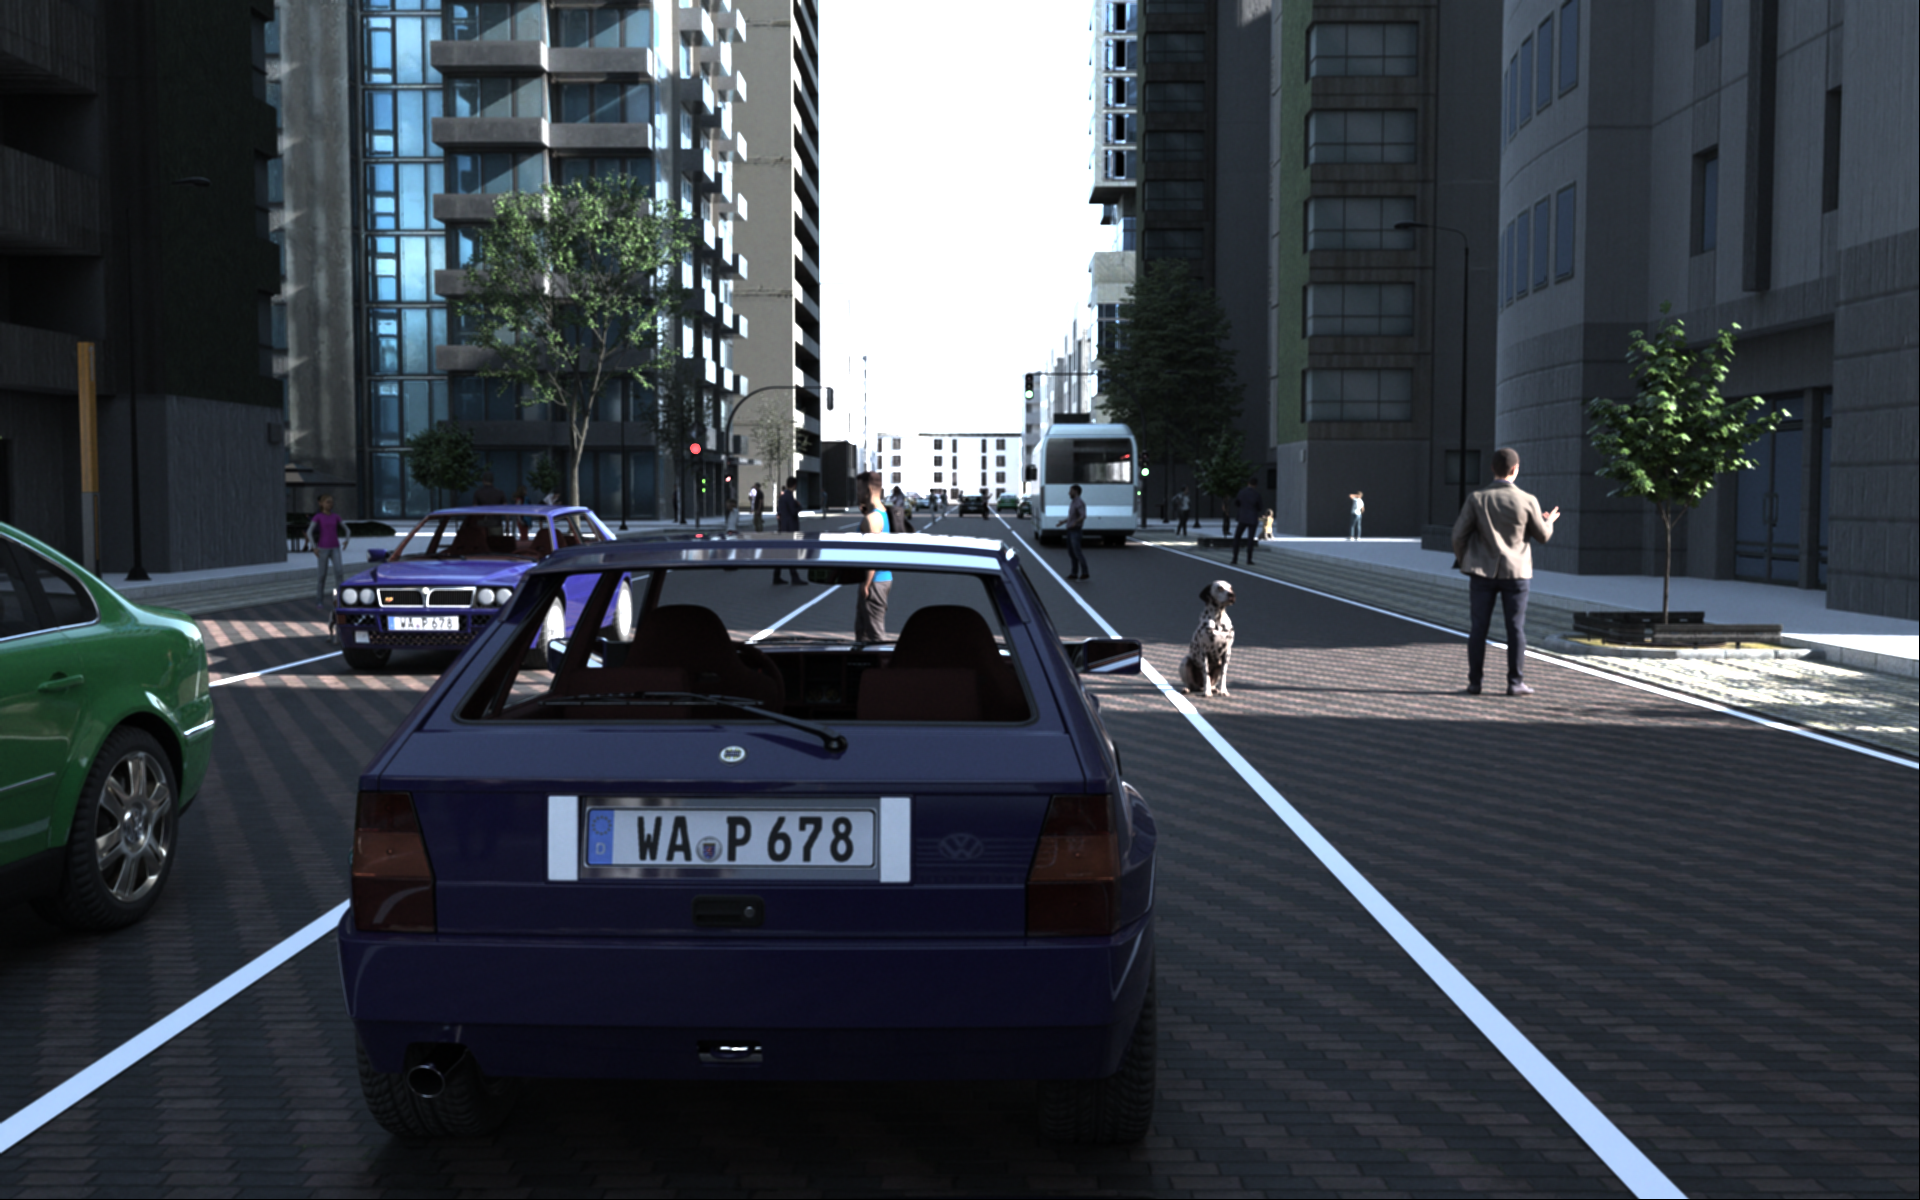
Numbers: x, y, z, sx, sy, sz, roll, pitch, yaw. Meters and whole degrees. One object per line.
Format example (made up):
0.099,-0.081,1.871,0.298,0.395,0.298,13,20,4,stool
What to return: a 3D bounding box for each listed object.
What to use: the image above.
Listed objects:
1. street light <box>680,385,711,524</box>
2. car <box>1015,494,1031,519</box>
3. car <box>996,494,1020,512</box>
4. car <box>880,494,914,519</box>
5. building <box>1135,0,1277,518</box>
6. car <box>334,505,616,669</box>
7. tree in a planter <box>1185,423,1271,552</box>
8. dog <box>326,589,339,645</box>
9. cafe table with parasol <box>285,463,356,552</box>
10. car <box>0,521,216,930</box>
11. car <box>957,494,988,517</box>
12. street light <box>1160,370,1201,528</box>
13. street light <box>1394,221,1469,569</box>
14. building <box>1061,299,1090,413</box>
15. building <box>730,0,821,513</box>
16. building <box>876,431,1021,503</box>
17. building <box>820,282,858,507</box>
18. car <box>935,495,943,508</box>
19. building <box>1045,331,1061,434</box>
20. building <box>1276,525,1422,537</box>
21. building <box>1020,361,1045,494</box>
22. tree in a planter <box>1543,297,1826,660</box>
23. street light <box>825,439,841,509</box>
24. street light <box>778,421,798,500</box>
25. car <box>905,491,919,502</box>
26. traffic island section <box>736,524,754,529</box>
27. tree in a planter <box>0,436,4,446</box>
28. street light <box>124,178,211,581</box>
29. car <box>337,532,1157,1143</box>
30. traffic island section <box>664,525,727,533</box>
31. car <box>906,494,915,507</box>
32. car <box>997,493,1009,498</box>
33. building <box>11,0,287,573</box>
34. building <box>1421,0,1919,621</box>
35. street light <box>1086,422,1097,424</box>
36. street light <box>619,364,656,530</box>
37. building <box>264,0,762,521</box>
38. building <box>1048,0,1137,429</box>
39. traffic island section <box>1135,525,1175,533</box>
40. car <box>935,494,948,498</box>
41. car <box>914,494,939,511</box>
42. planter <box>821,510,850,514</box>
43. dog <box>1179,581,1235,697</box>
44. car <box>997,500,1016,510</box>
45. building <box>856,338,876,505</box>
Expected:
-11.260,-6.185,73.659,1.470,5.913,1.316,0,4,1,street light
4.343,-5.541,102.390,2.131,1.459,4.920,0,4,0,car
3.934,-8.117,141.501,1.959,1.807,4.718,0,4,2,car
-3.619,-5.435,99.091,2.015,1.641,3.980,0,4,-1,car
16.685,-19.898,97.036,14.160,30.474,14.107,0,4,1,building
-4.115,-0.173,15.409,1.945,1.354,3.894,0,4,2,car
6.736,-2.851,43.832,1.991,3.239,1.994,0,4,1,tree in a planter
-5.954,0.160,16.675,0.540,0.507,0.406,2,4,23,dog
-14.795,-2.057,38.504,2.610,1.966,2.610,-1,4,-19,cafe table with parasol
-3.656,0.269,4.396,1.959,1.807,4.718,0,4,2,car
0.795,-6.132,110.052,2.009,1.686,4.222,0,4,0,car
8.384,-5.659,65.069,1.470,5.913,1.316,0,4,1,street light
8.088,-3.493,29.656,1.470,5.913,1.316,0,4,1,street light
19.048,-18.277,165.294,16.747,18.905,31.486,0,4,1,building
-21.981,-30.880,128.583,21.300,48.544,21.600,0,4,1,building
-5.704,-17.995,236.372,28.070,9.664,9.099,0,4,1,building
-24.867,-19.654,165.324,27.936,21.610,32.646,0,4,1,building
-2.730,-10.183,178.858,2.083,1.381,4.827,0,3,0,car
18.652,-20.200,196.726,16.747,18.905,31.486,0,4,1,building
17.398,-22.846,57.121,14.154,41.232,14.086,0,4,1,building
14.237,-23.436,239.601,11.380,20.091,16.016,0,4,1,building
6.468,-1.135,15.786,1.991,3.239,1.994,0,4,1,tree in a planter
-10.613,-10.544,144.938,1.470,5.913,1.316,0,4,1,street light
-10.936,-8.392,109.749,1.470,5.913,1.316,0,4,1,street light
-5.822,-12.286,209.550,2.281,1.827,5.304,0,4,2,car
-9.853,-3.124,73.357,2.009,0.180,2.903,0,4,1,traffic island section
-10.072,-1.154,16.085,1.991,3.239,1.994,0,4,1,tree in a planter
-11.692,-3.244,25.582,1.470,5.913,1.316,0,4,1,street light
-0.394,0.452,5.187,1.945,1.354,3.894,0,4,1,car
-9.928,-2.636,65.372,2.009,0.180,2.903,0,4,1,traffic island section
-6.137,-11.575,199.481,2.015,1.641,3.980,0,4,2,car
4.743,-10.355,178.895,1.945,1.707,3.694,0,4,0,car
-19.840,-15.500,25.134,14.160,30.474,14.107,0,4,1,building
20.270,-29.692,27.470,21.231,58.520,28.212,0,4,1,building
8.859,-8.525,111.925,1.470,5.913,1.316,0,4,1,street light
-11.409,-5.430,61.315,1.470,5.913,1.316,0,4,1,street light
-23.883,-29.053,94.619,23.786,49.044,30.456,0,4,1,building
18.588,-50.040,130.833,22.319,86.520,31.000,0,4,1,building
6.933,-2.626,65.209,2.009,0.180,2.903,0,4,1,traffic island section
-2.444,-11.948,204.389,2.155,1.783,4.494,0,4,1,car
-2.813,-8.138,144.851,2.131,1.459,4.920,0,4,-1,car
-9.037,-6.391,125.638,1.991,0.319,1.994,0,4,1,planter
1.853,0.264,12.517,0.513,0.831,0.800,2,4,26,dog
4.294,-8.802,156.495,1.945,1.354,3.894,0,3,0,car
-16.372,-22.003,216.167,11.380,20.091,16.016,0,4,1,building
